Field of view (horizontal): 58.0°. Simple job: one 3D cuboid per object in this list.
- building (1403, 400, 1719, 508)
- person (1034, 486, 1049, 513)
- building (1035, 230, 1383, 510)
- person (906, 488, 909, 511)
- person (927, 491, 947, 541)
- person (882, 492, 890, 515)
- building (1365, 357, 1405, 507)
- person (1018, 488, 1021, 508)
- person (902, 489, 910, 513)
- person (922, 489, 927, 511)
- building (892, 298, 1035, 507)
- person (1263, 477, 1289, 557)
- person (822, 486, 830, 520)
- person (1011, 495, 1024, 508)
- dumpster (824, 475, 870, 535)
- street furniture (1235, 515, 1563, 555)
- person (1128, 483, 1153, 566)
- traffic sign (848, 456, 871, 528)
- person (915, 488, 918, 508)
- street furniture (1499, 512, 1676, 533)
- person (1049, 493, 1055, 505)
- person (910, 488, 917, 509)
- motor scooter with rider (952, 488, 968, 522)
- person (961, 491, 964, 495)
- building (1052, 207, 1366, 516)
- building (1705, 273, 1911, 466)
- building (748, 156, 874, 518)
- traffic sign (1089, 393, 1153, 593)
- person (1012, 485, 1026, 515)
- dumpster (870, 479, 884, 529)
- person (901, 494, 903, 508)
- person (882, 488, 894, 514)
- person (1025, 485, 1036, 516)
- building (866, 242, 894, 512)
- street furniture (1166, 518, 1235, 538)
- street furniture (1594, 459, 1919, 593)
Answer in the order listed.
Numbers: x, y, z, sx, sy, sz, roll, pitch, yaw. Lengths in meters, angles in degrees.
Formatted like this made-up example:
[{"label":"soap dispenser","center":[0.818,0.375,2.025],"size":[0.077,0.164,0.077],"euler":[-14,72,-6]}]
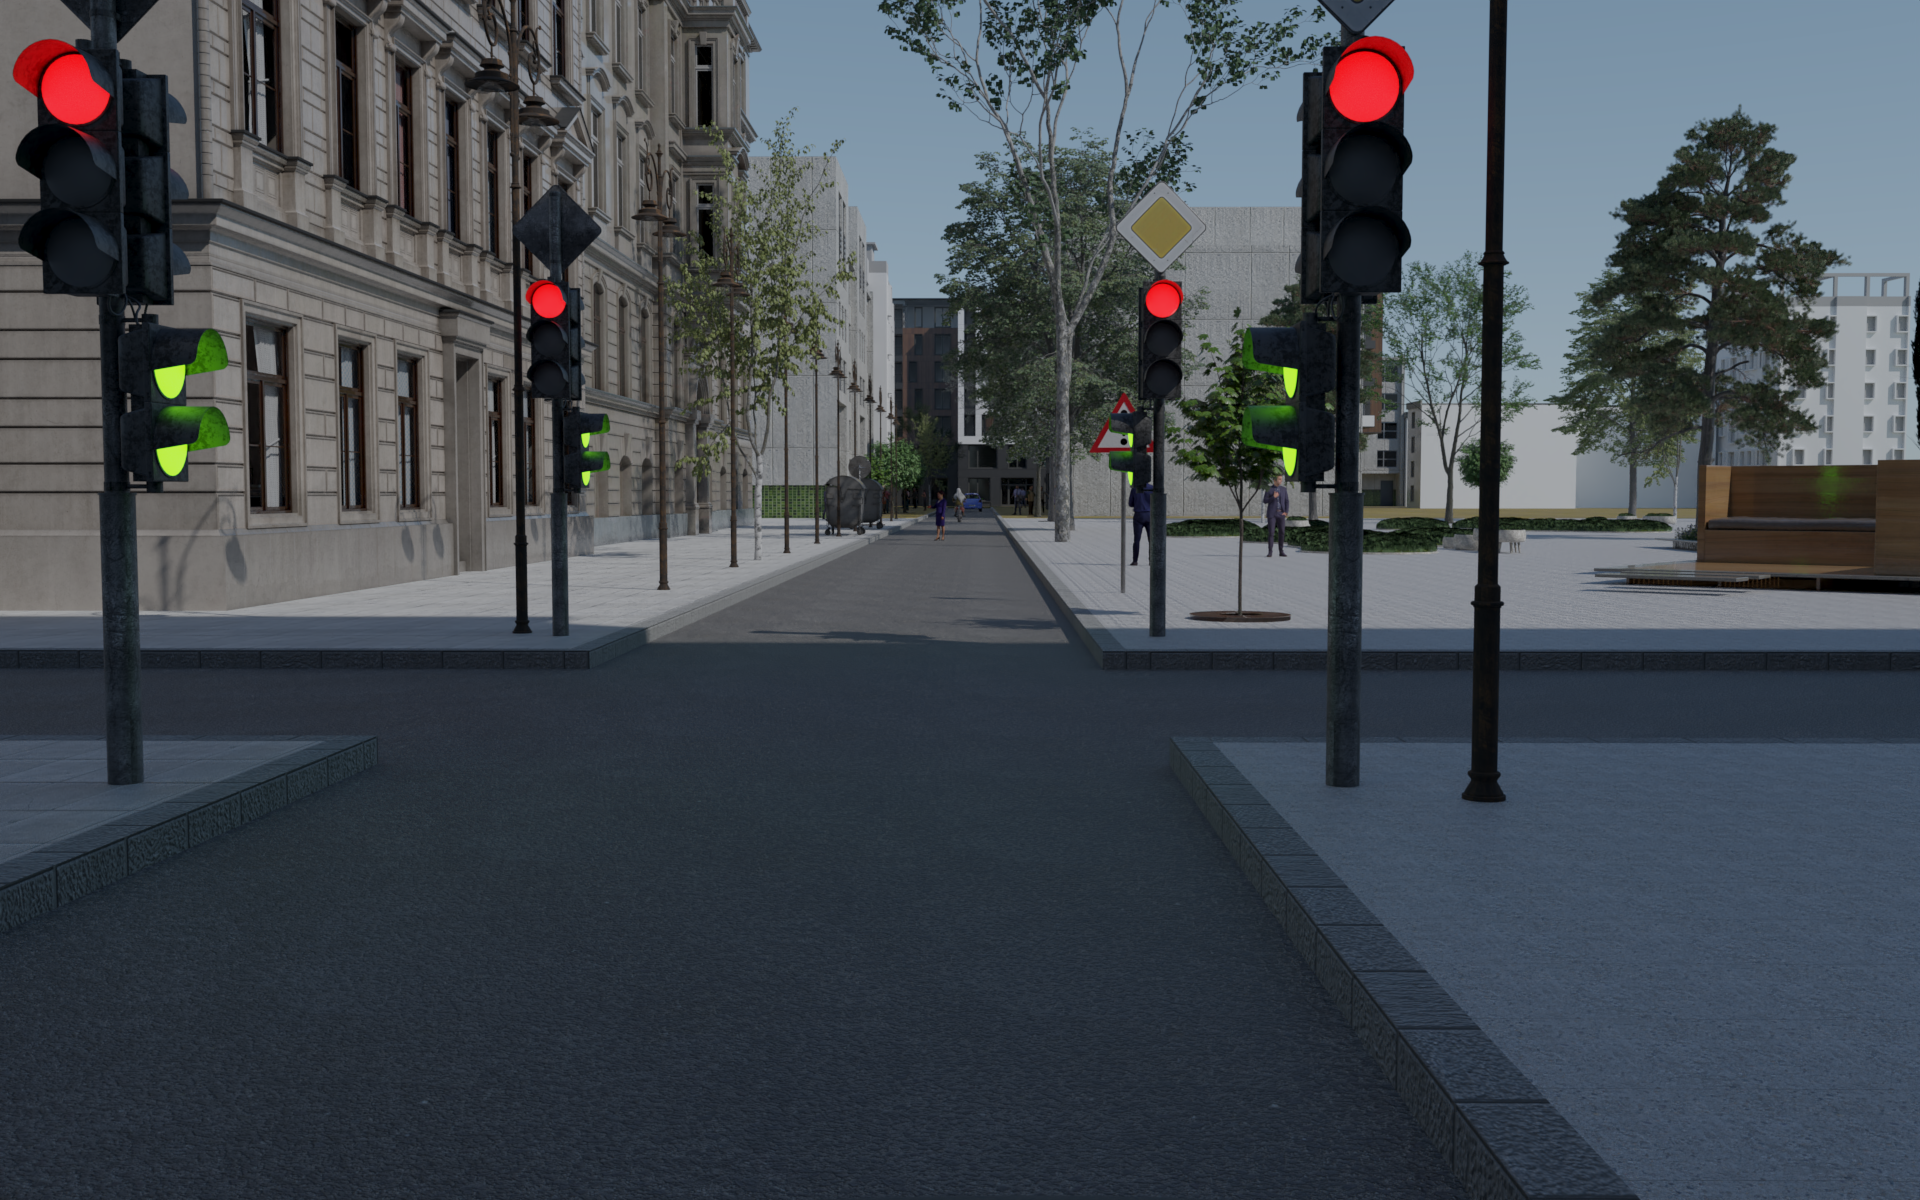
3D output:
[{"label":"building","center":[55.177,-13.270,159.109],"size":[28.070,9.664,9.099],"euler":[0,4,1]},{"label":"person","center":[5.560,-6.848,118.020],"size":[1.348,1.823,0.705],"euler":[0,4,7]},{"label":"building","center":[21.147,-18.556,147.364],"size":[27.936,21.610,32.646],"euler":[0,4,1]},{"label":"person","center":[-4.163,-7.792,134.158],"size":[0.721,1.736,1.217],"euler":[-1,4,-17]},{"label":"person","center":[-0.674,-2.591,53.230],"size":[0.453,1.535,0.546],"euler":[2,4,28]},{"label":"person","center":[-4.713,-6.047,108.173],"size":[0.557,1.426,1.065],"euler":[3,4,38]},{"label":"building","center":[29.762,-19.514,185.512],"size":[31.486,18.905,16.747],"euler":[0,4,1]},{"label":"person","center":[5.581,-9.529,161.852],"size":[0.705,1.823,1.348],"euler":[0,4,4]},{"label":"person","center":[-3.681,-6.789,117.060],"size":[0.705,1.821,1.348],"euler":[-1,4,-20]},{"label":"person","center":[-2.713,-7.573,131.328],"size":[0.415,1.643,0.593],"euler":[-2,4,-35]},{"label":"building","center":[-2.240,-21.230,191.083],"size":[32.646,21.610,27.936],"euler":[0,4,1]},{"label":"person","center":[6.448,-1.735,35.330],"size":[0.541,1.710,0.530],"euler":[0,4,2]},{"label":"person","center":[-6.635,-4.902,87.106],"size":[0.530,1.710,0.541],"euler":[-2,4,-32]},{"label":"person","center":[5.195,-9.100,155.554],"size":[1.217,1.735,0.721],"euler":[-1,4,-18]},{"label":"dumpster","center":[-3.612,-2.975,54.404],"size":[1.264,1.857,1.865],"euler":[0,4,1]},{"label":"street furniture","center":[10.062,-1.592,41.652],"size":[5.734,0.657,10.072],"euler":[0,4,3]},{"label":"person","center":[3.308,-1.488,31.073],"size":[0.576,1.737,0.504],"euler":[0,4,-7]},{"label":"traffic sign","center":[-3.333,-3.500,57.329],"size":[0.768,2.556,0.104],"euler":[1,4,9]},{"label":"person","center":[-4.041,-9.266,157.549],"size":[0.705,1.822,1.348],"euler":[1,4,13]},{"label":"street furniture","center":[20.146,-2.790,61.243],"size":[10.072,0.657,5.734],"euler":[3,4,38]},{"label":"person","center":[4.693,-4.890,86.444],"size":[0.683,1.767,0.568],"euler":[-1,4,-12]},{"label":"person","center":[-4.034,-8.983,153.047],"size":[0.705,1.807,1.348],"euler":[-2,4,-26]},{"label":"motor scooter with rider","center":[0.007,-4.879,88.737],"size":[0.876,1.779,1.986],"euler":[0,4,2]},{"label":"person","center":[0.053,-9.390,162.468],"size":[0.568,1.767,0.683],"euler":[-1,4,-19]},{"label":"building","center":[15.003,-15.223,115.349],"size":[16.747,18.905,31.486],"euler":[0,4,1]},{"label":"building","center":[75.033,-18.253,154.856],"size":[11.380,20.091,16.016],"euler":[0,4,1]},{"label":"building","center":[-14.671,-14.701,106.820],"size":[16.747,18.905,31.486],"euler":[0,4,1]},{"label":"traffic sign","center":[2.111,-1.368,22.371],"size":[0.884,2.594,0.081],"euler":[0,4,2]},{"label":"person","center":[3.456,-6.090,105.481],"size":[0.709,1.838,0.599],"euler":[1,4,22]},{"label":"dumpster","center":[-3.460,-3.545,63.711],"size":[1.264,1.857,1.865],"euler":[0,4,1]},{"label":"person","center":[-5.099,-9.195,156.823],"size":[0.568,1.767,0.683],"euler":[3,4,38]},{"label":"person","center":[-4.829,-6.581,114.366],"size":[1.217,1.743,0.721],"euler":[2,4,33]},{"label":"person","center":[4.262,-5.938,103.216],"size":[0.705,1.812,1.348],"euler":[3,4,38]},{"label":"building","center":[-12.968,-16.620,128.157],"size":[16.016,20.091,11.380],"euler":[0,4,1]},{"label":"street furniture","center":[8.989,-2.420,55.201],"size":[5.734,0.657,10.072],"euler":[1,4,16]},{"label":"street furniture","center":[14.765,-1.079,24.499],"size":[9.812,1.723,11.010],"euler":[3,5,41]}]
